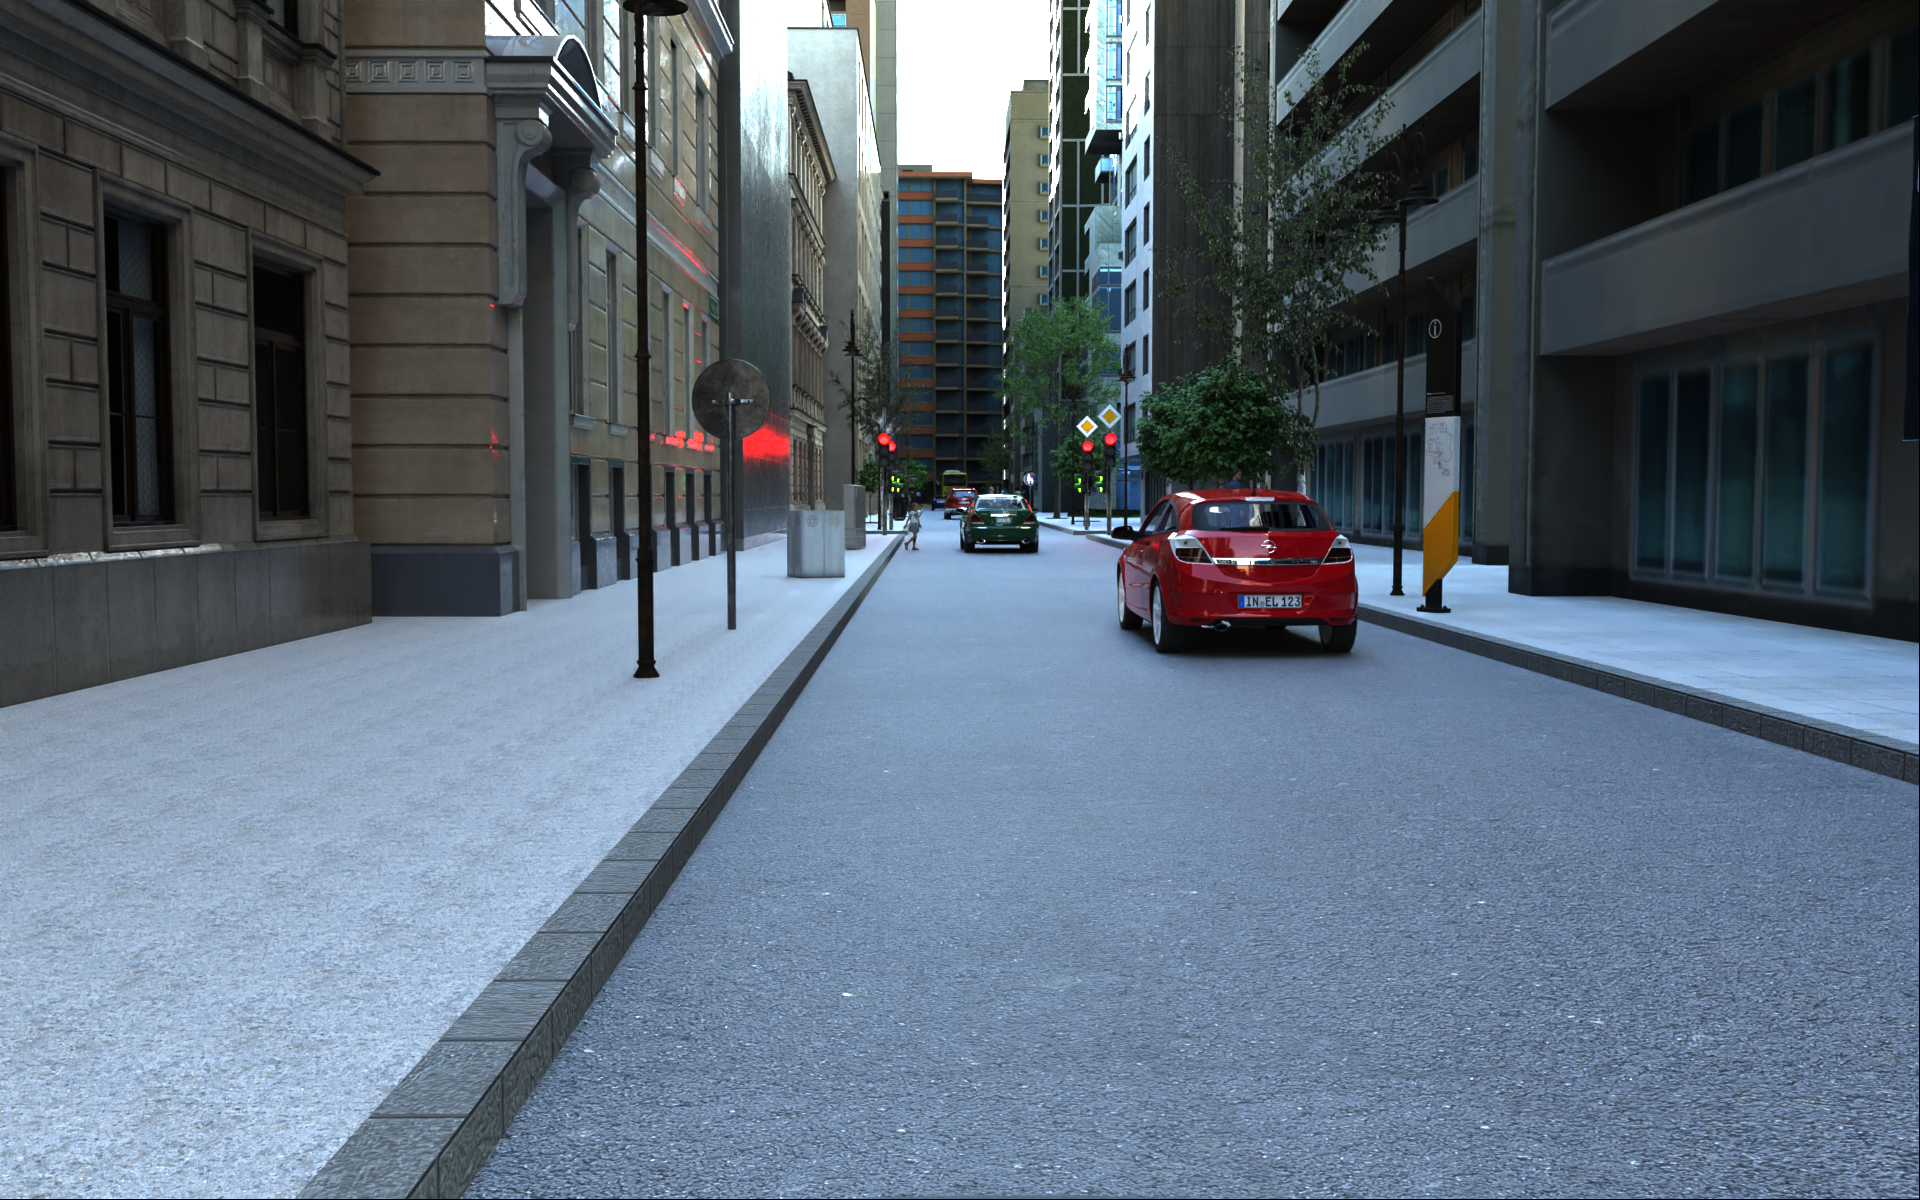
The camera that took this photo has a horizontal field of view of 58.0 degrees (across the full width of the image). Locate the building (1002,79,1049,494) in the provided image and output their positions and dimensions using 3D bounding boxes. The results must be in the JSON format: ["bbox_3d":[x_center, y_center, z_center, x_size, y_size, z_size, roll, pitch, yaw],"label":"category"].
[{"bbox_3d":[15.989,-35.230,199.717,21.300,48.544,21.600,0,4,-1],"label":"building"}]

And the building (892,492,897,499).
[{"bbox_3d":[-16.760,-45.056,174.924,20.563,71.187,20.611,0,4,-1],"label":"building"}]

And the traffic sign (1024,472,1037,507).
[{"bbox_3d":[4.149,-6.242,102.170,0.768,2.556,0.104,0,4,1],"label":"traffic sign"}]

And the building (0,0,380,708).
[{"bbox_3d":[-10.420,-8.740,7.519,10.561,19.102,19.286,0,4,-1],"label":"building"}]

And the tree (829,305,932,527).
[{"bbox_3d":[-3.026,-7.132,66.969,4.360,8.622,3.978,0,3,0],"label":"tree"}]

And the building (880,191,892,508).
[{"bbox_3d":[-13.453,-23.652,158.413,14.160,30.474,14.107,0,4,-1],"label":"building"}]

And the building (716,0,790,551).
[{"bbox_3d":[-19.858,-13.814,44.923,30.058,24.678,14.314,0,4,-1],"label":"building"}]

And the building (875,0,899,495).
[{"bbox_3d":[-21.184,-40.192,199.137,28.212,58.520,21.231,0,4,-1],"label":"building"}]

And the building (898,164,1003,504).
[{"bbox_3d":[-7.631,-35.355,232.672,28.867,44.769,22.147,0,4,-1],"label":"building"}]

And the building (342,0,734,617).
[{"bbox_3d":[-11.171,-14.739,26.881,13.634,28.700,20.117,0,4,-1],"label":"building"}]

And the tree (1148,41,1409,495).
[{"bbox_3d":[5.271,-4.728,27.663,4.360,8.622,3.978,0,3,0],"label":"tree"}]

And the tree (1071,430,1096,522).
[{"bbox_3d":[5.985,-3.765,45.264,4.285,4.588,4.351,0,3,0],"label":"tree"}]

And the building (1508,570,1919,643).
[{"bbox_3d":[17.939,-23.673,10.748,21.300,48.544,21.600,0,4,-1],"label":"building"}]

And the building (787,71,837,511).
[{"bbox_3d":[-10.953,-12.724,72.657,10.561,19.102,19.286,0,4,-1],"label":"building"}]

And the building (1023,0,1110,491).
[{"bbox_3d":[16.292,-43.478,149.114,20.563,71.187,20.611,0,4,-1],"label":"building"}]

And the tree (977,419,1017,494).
[{"bbox_3d":[3.615,-13.371,168.982,4.737,8.622,4.395,0,3,0],"label":"tree"}]

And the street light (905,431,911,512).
[{"bbox_3d":[-3.760,-9.313,125.056,0.468,5.910,1.993,0,4,-1],"label":"street light"}]

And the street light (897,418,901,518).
[{"bbox_3d":[-3.383,-7.386,93.555,0.468,5.910,1.993,0,4,-1],"label":"street light"}]

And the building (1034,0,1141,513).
[{"bbox_3d":[16.909,-48.911,112.363,22.319,86.520,31.000,0,4,-1],"label":"building"}]

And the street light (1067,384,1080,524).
[{"bbox_3d":[4.784,-6.139,73.165,0.468,5.910,1.993,0,4,-1],"label":"street light"}]

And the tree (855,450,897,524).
[{"bbox_3d":[-3.818,-4.974,75.930,1.663,3.219,1.824,0,3,0],"label":"tree"}]

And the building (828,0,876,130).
[{"bbox_3d":[-14.053,-30.180,143.553,14.600,45.320,14.200,0,4,-1],"label":"building"}]

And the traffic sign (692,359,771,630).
[{"bbox_3d":[-2.164,-0.994,16.351,0.768,2.556,0.104,0,4,8],"label":"traffic sign"}]

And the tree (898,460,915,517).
[{"bbox_3d":[-3.462,-6.253,96.846,1.663,3.219,1.824,0,3,0],"label":"tree"}]

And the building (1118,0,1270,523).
[{"bbox_3d":[14.073,-18.199,69.255,14.107,30.474,14.160,0,4,-1],"label":"building"}]

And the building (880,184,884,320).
[{"bbox_3d":[-12.436,-20.807,126.099,13.634,28.700,20.117,0,4,-1],"label":"building"}]

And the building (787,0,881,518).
[{"bbox_3d":[-14.693,-18.014,99.050,19.350,26.468,34.151,0,4,-1],"label":"building"}]

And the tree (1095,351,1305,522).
[{"bbox_3d":[6.162,-3.373,38.869,4.285,4.588,4.351,0,3,0],"label":"tree"}]

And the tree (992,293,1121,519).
[{"bbox_3d":[5.138,-10.019,89.573,9.928,11.665,9.643,0,3,0],"label":"tree"}]

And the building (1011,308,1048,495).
[{"bbox_3d":[19.632,-20.205,175.390,27.650,21.520,28.899,0,4,-1],"label":"building"}]

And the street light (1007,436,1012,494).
[{"bbox_3d":[3.869,-10.000,136.280,0.468,5.910,1.993,0,4,-1],"label":"street light"}]

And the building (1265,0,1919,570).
[{"bbox_3d":[19.973,-25.482,40.325,21.300,48.544,21.600,0,4,-1],"label":"building"}]

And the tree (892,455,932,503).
[{"bbox_3d":[-4.019,-9.832,144.466,4.285,4.588,4.351,0,3,0],"label":"tree"}]

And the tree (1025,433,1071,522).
[{"bbox_3d":[5.898,-5.921,80.521,4.285,4.588,4.351,0,3,0],"label":"tree"}]

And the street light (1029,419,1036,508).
[{"bbox_3d":[4.416,-8.073,104.782,0.468,5.910,1.993,0,4,-1],"label":"street light"}]

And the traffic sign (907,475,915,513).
[{"bbox_3d":[-3.391,-6.998,114.525,0.768,2.556,0.104,0,4,2],"label":"traffic sign"}]
